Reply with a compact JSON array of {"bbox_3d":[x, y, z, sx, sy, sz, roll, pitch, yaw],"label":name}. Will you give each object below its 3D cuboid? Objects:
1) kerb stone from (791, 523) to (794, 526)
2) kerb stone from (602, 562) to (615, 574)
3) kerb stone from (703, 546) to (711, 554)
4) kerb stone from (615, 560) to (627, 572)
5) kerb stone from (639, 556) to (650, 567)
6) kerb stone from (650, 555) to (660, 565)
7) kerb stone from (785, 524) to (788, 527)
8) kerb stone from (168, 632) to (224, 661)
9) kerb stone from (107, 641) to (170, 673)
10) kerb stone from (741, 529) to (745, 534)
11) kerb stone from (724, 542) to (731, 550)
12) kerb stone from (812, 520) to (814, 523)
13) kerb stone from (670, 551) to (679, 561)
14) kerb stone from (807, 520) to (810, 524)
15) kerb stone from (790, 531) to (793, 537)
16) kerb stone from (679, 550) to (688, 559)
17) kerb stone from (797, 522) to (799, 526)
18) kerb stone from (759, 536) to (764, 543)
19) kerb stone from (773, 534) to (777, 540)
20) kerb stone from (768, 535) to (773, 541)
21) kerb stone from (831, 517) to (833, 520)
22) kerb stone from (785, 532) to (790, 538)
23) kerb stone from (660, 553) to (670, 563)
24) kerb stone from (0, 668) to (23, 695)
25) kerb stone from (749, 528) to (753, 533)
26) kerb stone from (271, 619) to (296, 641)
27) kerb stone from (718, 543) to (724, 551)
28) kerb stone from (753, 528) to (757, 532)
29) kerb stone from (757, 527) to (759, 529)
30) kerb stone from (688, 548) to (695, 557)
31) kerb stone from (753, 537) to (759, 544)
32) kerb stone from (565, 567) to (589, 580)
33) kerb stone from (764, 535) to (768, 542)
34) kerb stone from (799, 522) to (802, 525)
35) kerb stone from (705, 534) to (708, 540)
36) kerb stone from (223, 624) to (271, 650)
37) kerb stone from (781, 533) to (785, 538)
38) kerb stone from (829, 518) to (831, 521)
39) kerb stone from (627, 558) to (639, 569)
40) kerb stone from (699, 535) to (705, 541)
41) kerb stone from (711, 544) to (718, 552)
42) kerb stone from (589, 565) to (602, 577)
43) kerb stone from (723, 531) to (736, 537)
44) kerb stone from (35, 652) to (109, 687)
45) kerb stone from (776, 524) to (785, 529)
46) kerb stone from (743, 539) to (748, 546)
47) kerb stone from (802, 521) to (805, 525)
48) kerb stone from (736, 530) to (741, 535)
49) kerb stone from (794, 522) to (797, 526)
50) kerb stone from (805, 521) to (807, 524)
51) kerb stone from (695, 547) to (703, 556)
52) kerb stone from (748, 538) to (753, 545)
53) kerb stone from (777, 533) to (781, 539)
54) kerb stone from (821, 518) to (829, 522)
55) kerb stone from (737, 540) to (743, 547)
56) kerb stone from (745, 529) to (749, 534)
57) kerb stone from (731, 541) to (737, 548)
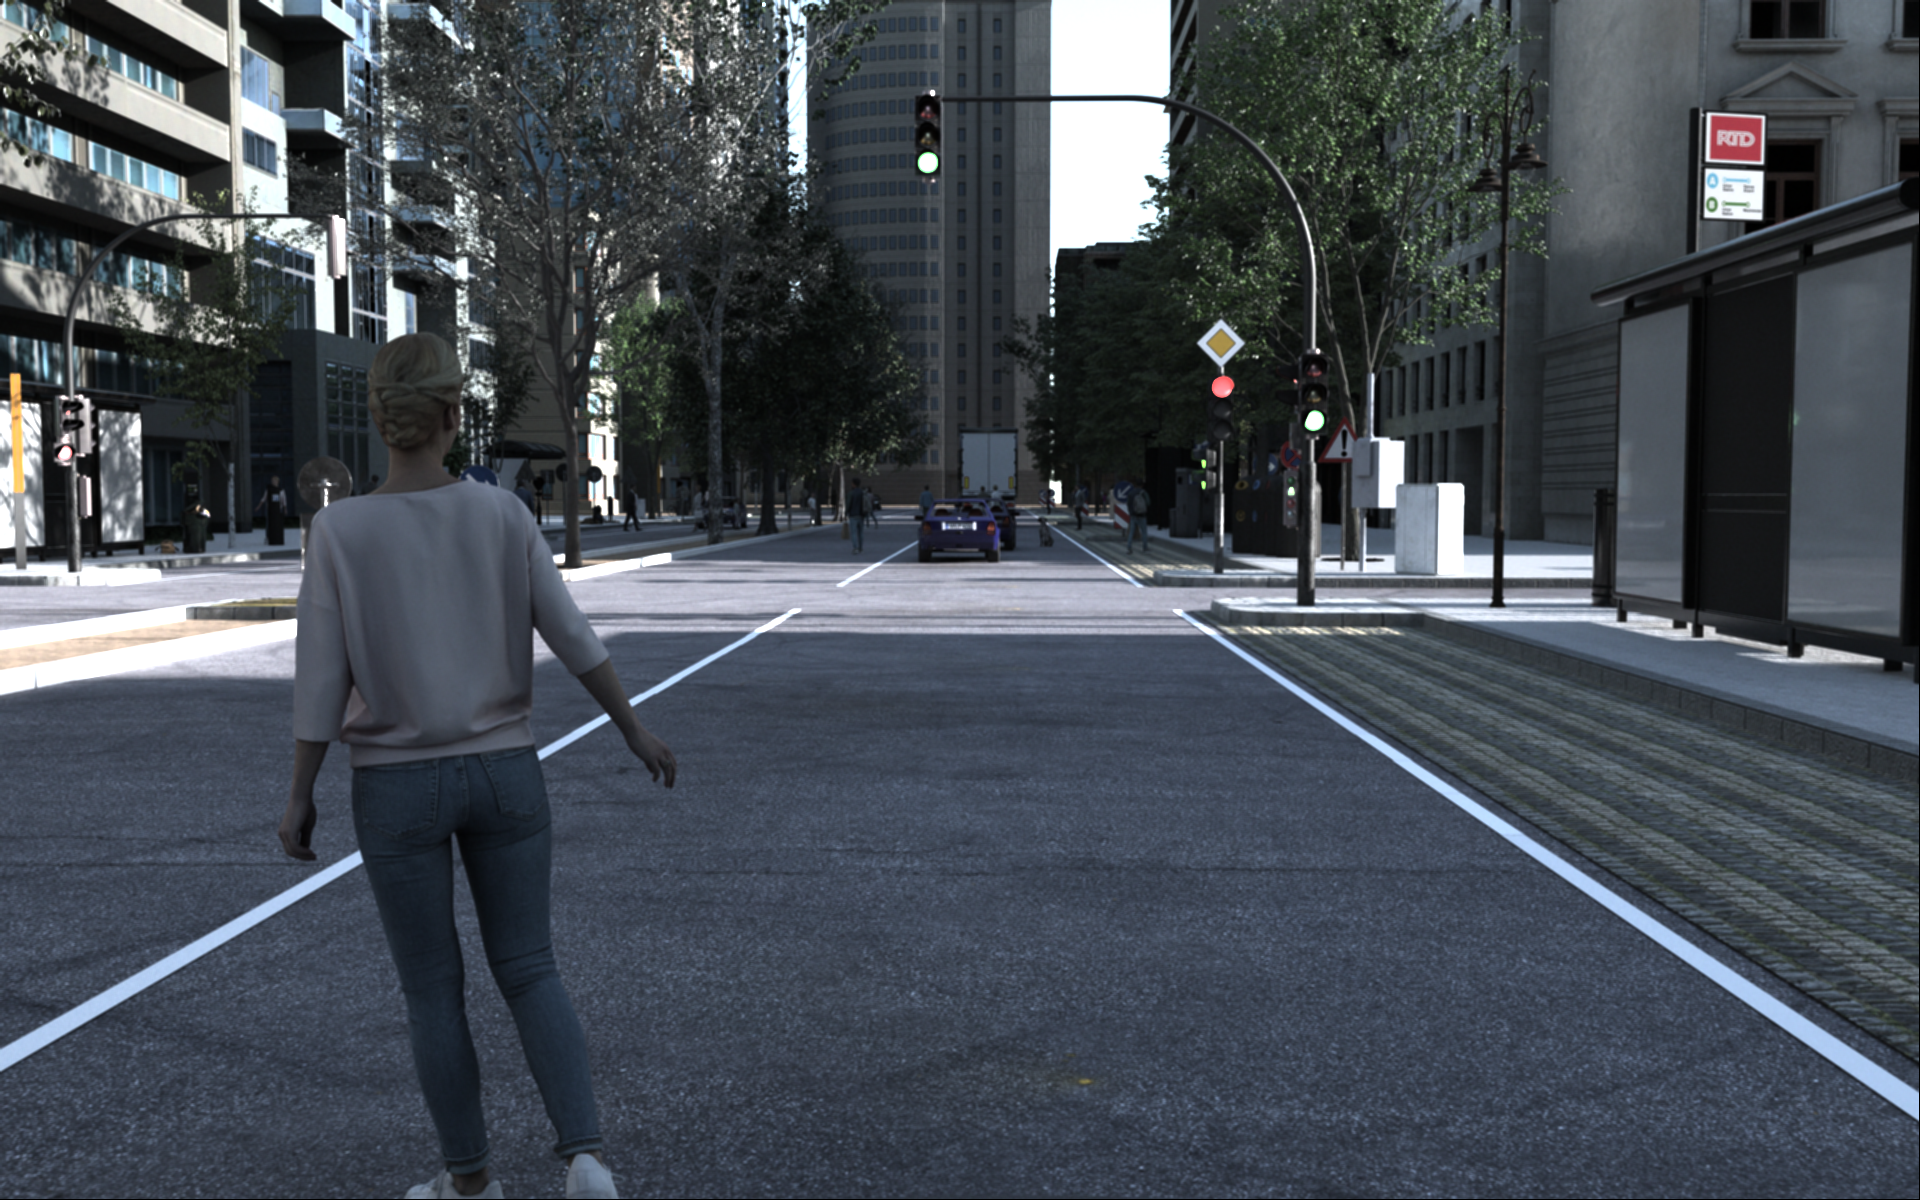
[{"bbox_3d":[-7.464,-3.250,75.396,0.120,0.150,1.000,0,4,1],"label":"kerb stone"},{"bbox_3d":[-6.447,-0.558,31.311,0.120,0.150,1.000,0,4,1],"label":"kerb stone"},{"bbox_3d":[-6.193,-1.181,41.567,0.120,0.150,1.000,0,4,1],"label":"kerb stone"},{"bbox_3d":[-6.426,-0.620,32.333,0.120,0.150,1.000,0,4,1],"label":"kerb stone"},{"bbox_3d":[-6.363,-0.743,34.382,0.120,0.150,1.000,0,4,1],"label":"kerb stone"},{"bbox_3d":[-6.338,-0.808,35.414,0.120,0.150,1.000,0,4,1],"label":"kerb stone"},{"bbox_3d":[-7.518,-3.129,73.347,0.120,0.150,1.000,0,4,1],"label":"kerb stone"},{"bbox_3d":[-6.832,0.418,15.353,0.120,0.150,1.000,0,4,1],"label":"kerb stone"},{"bbox_3d":[-6.860,0.481,14.332,0.120,0.150,1.000,0,4,1],"label":"kerb stone"},{"bbox_3d":[-7.819,-2.376,61.069,0.120,0.150,1.000,0,4,1],"label":"kerb stone"},{"bbox_3d":[-6.118,-1.373,44.645,0.120,0.150,1.000,0,4,1],"label":"kerb stone"},{"bbox_3d":[-7.266,-3.756,83.599,0.120,0.150,1.000,0,4,1],"label":"kerb stone"},{"bbox_3d":[-6.285,-0.934,37.466,0.120,0.150,1.000,0,4,1],"label":"kerb stone"},{"bbox_3d":[-7.314,-3.630,81.555,0.120,0.150,1.000,0,4,1],"label":"kerb stone"},{"bbox_3d":[-5.789,-2.186,57.971,0.120,0.150,1.000,0,4,1],"label":"kerb stone"},{"bbox_3d":[-6.263,-0.996,38.492,0.120,0.150,1.000,0,4,1],"label":"kerb stone"},{"bbox_3d":[-7.414,-3.379,77.446,0.120,0.150,1.000,0,4,1],"label":"kerb stone"},{"bbox_3d":[-5.961,-1.748,50.789,0.120,0.150,1.000,0,4,1],"label":"kerb stone"},{"bbox_3d":[-5.894,-1.937,53.871,0.120,0.150,1.000,0,4,1],"label":"kerb stone"},{"bbox_3d":[-5.919,-1.874,52.841,0.120,0.150,1.000,0,4,1],"label":"kerb stone"},{"bbox_3d":[-7.036,-4.319,92.815,0.120,0.150,1.000,0,4,1],"label":"kerb stone"},{"bbox_3d":[-5.808,-2.120,56.949,0.120,0.150,1.000,0,4,1],"label":"kerb stone"},{"bbox_3d":[-6.315,-0.871,36.436,0.120,0.150,1.000,0,4,1],"label":"kerb stone"},{"bbox_3d":[-6.903,0.606,12.288,0.120,0.150,1.000,0,4,1],"label":"kerb stone"},{"bbox_3d":[-7.762,-2.503,63.113,0.120,0.150,1.000,0,4,1],"label":"kerb stone"},{"bbox_3d":[-6.776,0.295,17.410,0.120,0.150,1.000,0,4,1],"label":"kerb stone"},{"bbox_3d":[-6.140,-1.310,43.622,0.120,0.150,1.000,0,4,1],"label":"kerb stone"},{"bbox_3d":[-7.738,-2.565,64.140,0.120,0.150,1.000,0,4,1],"label":"kerb stone"},{"bbox_3d":[-7.711,-2.628,65.162,0.120,0.150,1.000,0,4,1],"label":"kerb stone"},{"bbox_3d":[-6.242,-1.059,39.514,0.120,0.150,1.000,0,4,1],"label":"kerb stone"},{"bbox_3d":[-5.992,-1.682,49.767,0.120,0.150,1.000,0,4,1],"label":"kerb stone"},{"bbox_3d":[-6.496,-0.431,29.265,0.120,0.150,1.000,0,4,1],"label":"kerb stone"},{"bbox_3d":[-5.938,-1.812,51.818,0.120,0.150,1.000,0,4,1],"label":"kerb stone"},{"bbox_3d":[-7.388,-3.442,78.472,0.120,0.150,1.000,0,4,1],"label":"kerb stone"},{"bbox_3d":[-7.986,-1.939,53.897,0.120,0.150,1.000,0,4,1],"label":"kerb stone"},{"bbox_3d":[-6.809,0.356,16.380,0.120,0.150,1.000,0,4,1],"label":"kerb stone"},{"bbox_3d":[-5.840,-2.062,55.926,0.120,0.150,1.000,0,4,1],"label":"kerb stone"},{"bbox_3d":[-7.064,-4.255,91.790,0.120,0.150,1.000,0,4,1],"label":"kerb stone"},{"bbox_3d":[-6.394,-0.682,33.358,0.120,0.150,1.000,0,4,1],"label":"kerb stone"},{"bbox_3d":[-8.018,-1.874,52.876,0.120,0.150,1.000,0,4,1],"label":"kerb stone"},{"bbox_3d":[-6.165,-1.247,42.589,0.120,0.150,1.000,0,4,1],"label":"kerb stone"},{"bbox_3d":[-6.477,-0.495,30.287,0.120,0.150,1.000,0,4,1],"label":"kerb stone"},{"bbox_3d":[-7.860,-2.252,59.020,0.120,0.150,1.000,0,4,1],"label":"kerb stone"},{"bbox_3d":[-6.878,0.543,13.310,0.120,0.150,1.000,0,4,1],"label":"kerb stone"},{"bbox_3d":[-7.535,-3.065,72.325,0.120,0.150,1.000,0,4,1],"label":"kerb stone"},{"bbox_3d":[-6.043,-1.561,47.711,0.120,0.150,1.000,0,4,1],"label":"kerb stone"},{"bbox_3d":[-7.356,-3.504,79.510,0.120,0.150,1.000,0,4,1],"label":"kerb stone"},{"bbox_3d":[-7.831,-2.308,60.047,0.120,0.150,1.000,0,4,1],"label":"kerb stone"},{"bbox_3d":[-7.434,-3.316,76.417,0.120,0.150,1.000,0,4,1],"label":"kerb stone"},{"bbox_3d":[-7.332,-3.566,80.532,0.120,0.150,1.000,0,4,1],"label":"kerb stone"},{"bbox_3d":[-6.216,-1.122,40.541,0.120,0.150,1.000,0,4,1],"label":"kerb stone"},{"bbox_3d":[-6.019,-1.623,48.739,0.120,0.150,1.000,0,4,1],"label":"kerb stone"},{"bbox_3d":[-5.867,-2.000,54.893,0.120,0.150,1.000,0,4,1],"label":"kerb stone"},{"bbox_3d":[-7.083,-4.194,90.768,0.120,0.150,1.000,0,4,1],"label":"kerb stone"},{"bbox_3d":[-6.065,-1.494,46.689,0.120,0.150,1.000,0,4,1],"label":"kerb stone"},{"bbox_3d":[-7.790,-2.440,62.090,0.120,0.150,1.000,0,4,1],"label":"kerb stone"},{"bbox_3d":[-6.086,-1.429,45.667,0.120,0.150,1.000,0,4,1],"label":"kerb stone"}]
